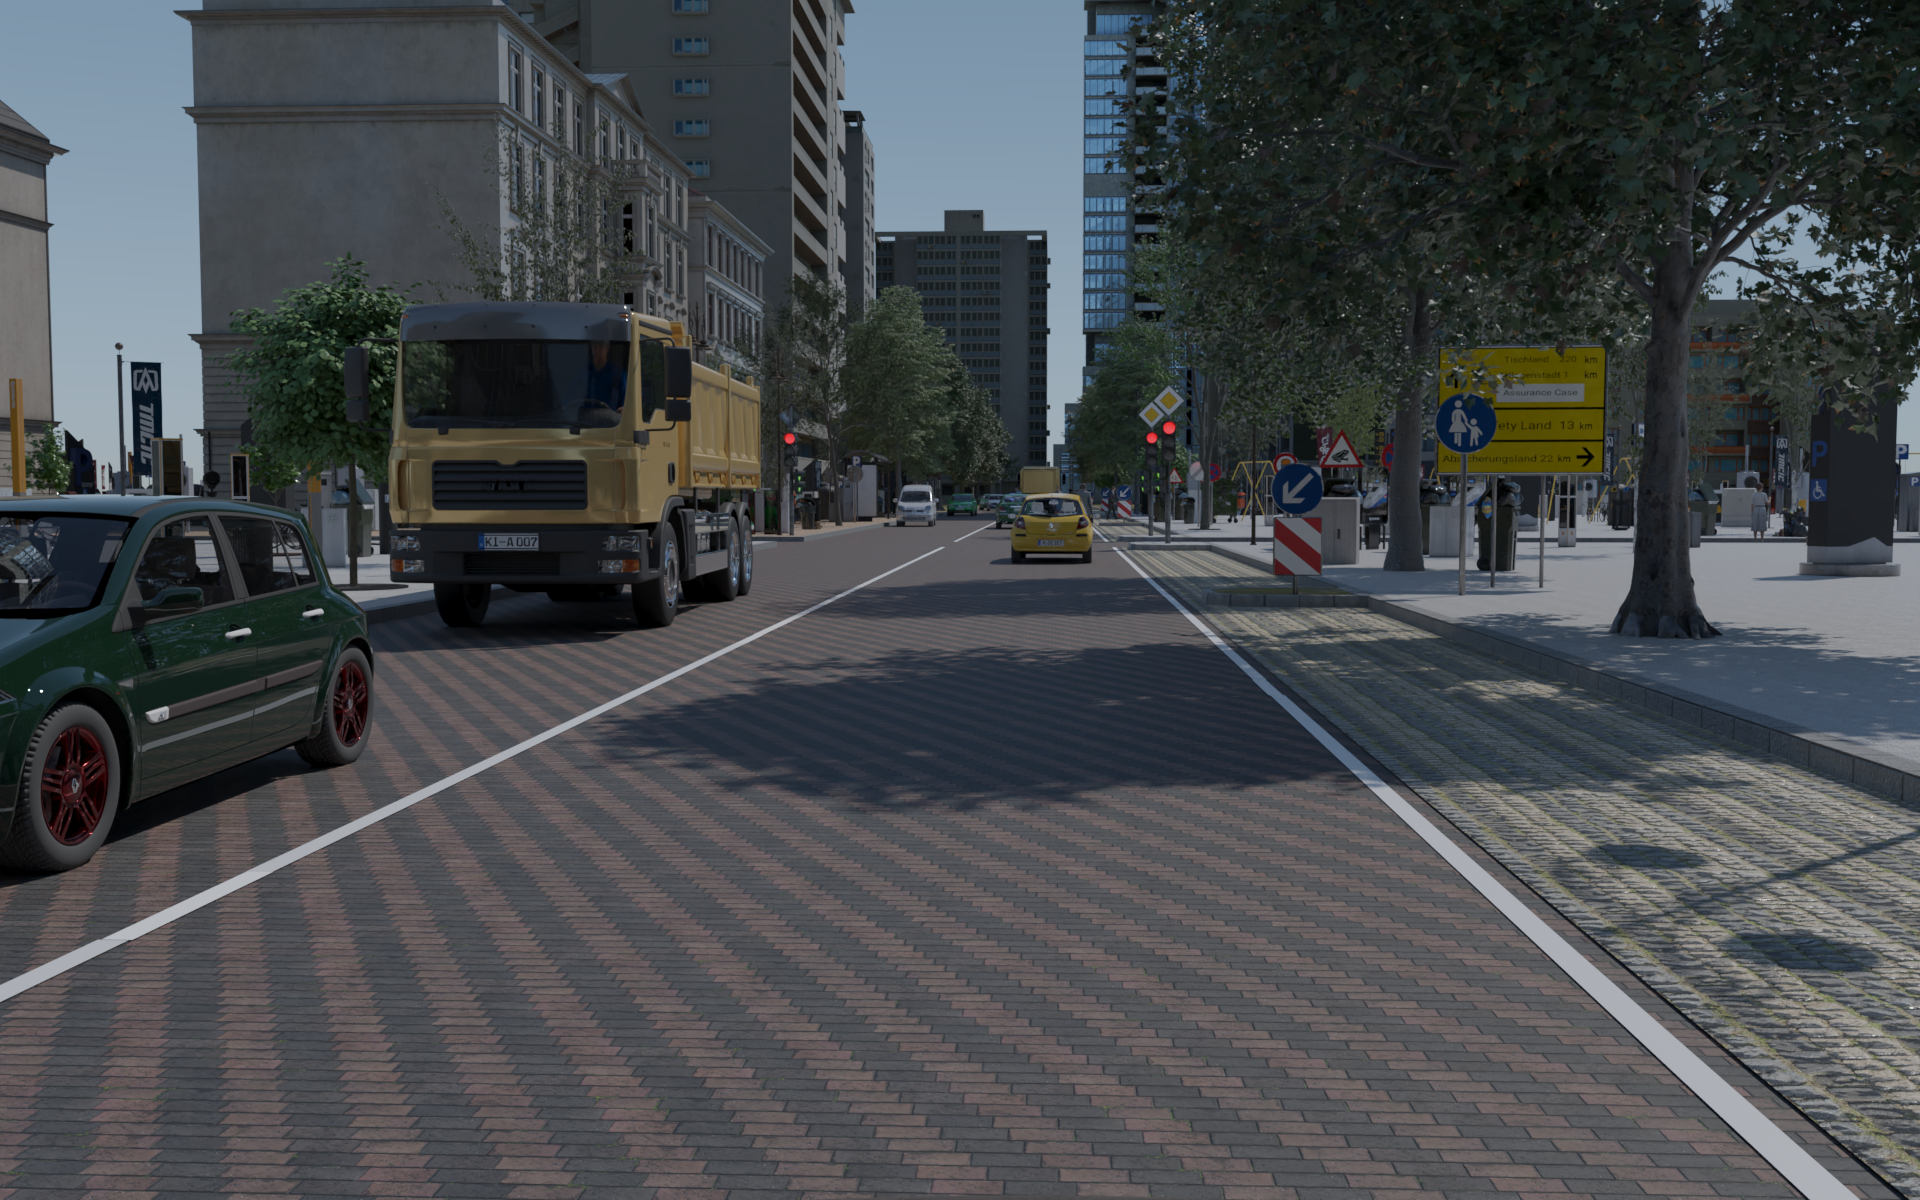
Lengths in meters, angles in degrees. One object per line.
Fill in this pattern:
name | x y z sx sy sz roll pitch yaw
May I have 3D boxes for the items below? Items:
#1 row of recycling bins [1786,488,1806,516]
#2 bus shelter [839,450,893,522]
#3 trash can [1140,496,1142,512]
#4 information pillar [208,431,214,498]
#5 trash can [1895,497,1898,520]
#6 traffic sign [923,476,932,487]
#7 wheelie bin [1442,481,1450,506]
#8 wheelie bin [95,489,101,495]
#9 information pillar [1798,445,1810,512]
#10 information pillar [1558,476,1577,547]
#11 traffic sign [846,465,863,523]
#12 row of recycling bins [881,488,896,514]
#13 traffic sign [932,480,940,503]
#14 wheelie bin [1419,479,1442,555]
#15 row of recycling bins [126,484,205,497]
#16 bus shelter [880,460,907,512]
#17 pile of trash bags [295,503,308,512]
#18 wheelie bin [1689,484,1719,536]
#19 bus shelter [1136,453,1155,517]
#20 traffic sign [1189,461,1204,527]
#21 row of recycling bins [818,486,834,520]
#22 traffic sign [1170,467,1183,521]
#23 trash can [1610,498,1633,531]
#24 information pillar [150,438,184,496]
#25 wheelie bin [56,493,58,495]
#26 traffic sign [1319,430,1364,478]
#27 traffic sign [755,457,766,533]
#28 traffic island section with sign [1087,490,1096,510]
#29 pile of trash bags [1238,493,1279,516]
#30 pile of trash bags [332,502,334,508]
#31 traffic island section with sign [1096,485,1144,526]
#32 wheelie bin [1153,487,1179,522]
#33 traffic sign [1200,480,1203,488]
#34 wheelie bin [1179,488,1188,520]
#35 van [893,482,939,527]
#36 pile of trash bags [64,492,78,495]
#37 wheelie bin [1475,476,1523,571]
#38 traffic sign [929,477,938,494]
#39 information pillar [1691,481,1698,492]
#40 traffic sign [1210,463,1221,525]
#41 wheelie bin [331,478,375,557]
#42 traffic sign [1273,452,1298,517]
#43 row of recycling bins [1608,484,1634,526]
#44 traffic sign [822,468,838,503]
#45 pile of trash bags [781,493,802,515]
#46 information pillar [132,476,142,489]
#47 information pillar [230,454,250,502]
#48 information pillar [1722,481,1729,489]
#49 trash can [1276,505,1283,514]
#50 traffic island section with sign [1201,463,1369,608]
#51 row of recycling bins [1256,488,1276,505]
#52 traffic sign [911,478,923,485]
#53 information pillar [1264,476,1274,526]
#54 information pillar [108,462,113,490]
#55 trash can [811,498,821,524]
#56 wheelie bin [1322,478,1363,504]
row of recycling bins | 50.777 -5.833 102.485 3.534 1.692 1.069 3 5 41
bus shelter | -4.461 -5.432 82.741 2.014 3.302 5.546 0 4 3
trash can | 12.757 -6.817 123.109 0.748 1.137 0.748 0 3 0
information pillar | -27.971 -4.486 64.696 0.183 3.616 0.504 -1 4 -15
trash can | 47.888 -4.753 89.369 0.748 1.137 0.748 0 3 0
traffic sign | -2.403 -7.433 121.538 0.884 2.594 0.081 0 4 5
wheelie bin | 12.173 -2.153 43.114 0.693 1.594 0.980 0 4 -4
wheelie bin | -50.378 -5.682 100.811 0.980 1.594 0.693 1 4 10
information pillar | 40.300 -5.591 82.772 0.504 3.616 0.183 0 4 7
information pillar | 14.652 -2.279 41.752 0.304 2.012 0.304 -2 4 -30
traffic sign | -4.685 -4.710 77.112 0.768 2.556 0.104 0 4 6
row of recycling bins | -4.422 -6.455 112.659 3.534 1.692 1.069 -1 4 -16
traffic sign | -1.804 -7.757 128.949 0.606 2.300 0.079 1 4 13
wheelie bin | 10.000 -1.862 38.358 0.693 1.594 0.980 -2 4 -25
row of recycling bins | -31.560 -3.779 68.903 1.069 1.692 3.534 2 4 32
bus shelter | -4.539 -8.049 122.884 1.731 3.624 6.357 0 4 3
pile of trash bags | -43.406 -6.304 112.815 1.912 1.369 3.447 1 4 16
wheelie bin | 22.884 -2.780 53.367 0.980 1.594 0.693 -2 4 -35
bus shelter | 11.278 -6.710 100.989 1.731 3.624 6.357 0 4 3
traffic sign | 9.302 -4.120 67.473 0.768 2.556 0.104 1 4 9
row of recycling bins | -6.268 -4.904 87.289 1.069 1.692 3.534 1 4 17
traffic sign | 10.335 -5.111 83.561 0.884 2.594 0.081 1 4 10
trash can | 23.349 -3.028 61.155 0.748 1.137 0.748 0 3 0
information pillar | -10.442 -1.123 22.860 0.304 2.012 0.304 3 5 44
wheelie bin | -47.755 -5.132 91.822 0.693 1.594 0.980 2 4 27
traffic sign | 7.710 -2.144 35.051 0.884 2.594 0.081 1 4 11
traffic sign | -6.817 -3.507 57.445 0.768 2.556 0.104 1 4 11
traffic island section with sign | 8.725 -5.895 105.003 1.989 1.847 2.006 0 4 3
pile of trash bags | 17.571 -5.746 103.693 1.912 1.369 3.447 3 5 39
pile of trash bags | -41.792 -6.604 117.731 3.447 1.369 1.912 1 4 9
traffic island section with sign | 7.212 -4.211 77.484 1.989 1.847 2.006 0 4 3
wheelie bin | 9.226 -4.332 78.739 0.980 1.594 0.693 -2 4 -23
traffic sign | 11.056 -4.875 79.707 0.884 2.594 0.081 0 4 8
wheelie bin | 10.789 -4.717 85.025 0.980 1.594 0.693 3 4 36
van | -1.943 -4.302 77.351 2.013 2.044 4.112 0 4 1
pile of trash bags | -35.444 -3.539 67.609 3.447 1.369 1.912 2 4 33
wheelie bin | 9.052 -1.294 29.072 0.693 1.594 0.980 2 4 27
traffic sign | -1.982 -7.790 127.475 0.768 2.556 0.104 0 4 4
information pillar | 41.222 -5.672 97.237 0.304 2.012 0.304 1 4 21
traffic sign | 10.412 -4.375 71.641 0.768 2.556 0.104 0 4 6
wheelie bin | -12.356 -1.671 35.224 0.693 1.594 0.980 0 4 4
traffic sign | 9.977 -3.242 53.113 0.768 2.556 0.104 1 4 11
row of recycling bins | 27.209 -3.814 69.476 1.069 1.692 3.534 -1 4 -10
traffic sign | -6.239 -5.081 83.180 0.768 2.556 0.104 0 4 7
pile of trash bags | -9.346 -5.248 95.557 1.912 1.369 3.447 0 4 -3
information pillar | -31.116 -3.733 65.520 0.304 2.012 0.304 -1 4 -15
information pillar | -13.237 -1.675 31.878 0.304 2.012 0.304 -1 4 -21
information pillar | 42.234 -5.574 95.620 0.304 2.012 0.304 2 4 27
trash can | 20.834 -6.160 112.373 0.748 1.137 0.748 0 3 0
traffic island section with sign | 4.205 -0.861 22.705 1.989 1.847 2.006 0 4 3
row of recycling bins | 22.143 -6.942 120.615 3.534 1.692 1.069 0 4 7
traffic sign | -2.914 -7.198 117.696 0.884 2.594 0.081 0 4 7
information pillar | 12.246 -3.922 68.609 0.304 2.012 0.304 0 4 -4
information pillar | -61.758 -8.233 125.957 0.183 3.616 0.504 0 4 -1
trash can | -6.029 -3.634 71.063 0.748 1.137 0.748 0 3 0
wheelie bin | 7.544 -1.618 34.355 0.980 1.594 0.693 -1 4 -13
